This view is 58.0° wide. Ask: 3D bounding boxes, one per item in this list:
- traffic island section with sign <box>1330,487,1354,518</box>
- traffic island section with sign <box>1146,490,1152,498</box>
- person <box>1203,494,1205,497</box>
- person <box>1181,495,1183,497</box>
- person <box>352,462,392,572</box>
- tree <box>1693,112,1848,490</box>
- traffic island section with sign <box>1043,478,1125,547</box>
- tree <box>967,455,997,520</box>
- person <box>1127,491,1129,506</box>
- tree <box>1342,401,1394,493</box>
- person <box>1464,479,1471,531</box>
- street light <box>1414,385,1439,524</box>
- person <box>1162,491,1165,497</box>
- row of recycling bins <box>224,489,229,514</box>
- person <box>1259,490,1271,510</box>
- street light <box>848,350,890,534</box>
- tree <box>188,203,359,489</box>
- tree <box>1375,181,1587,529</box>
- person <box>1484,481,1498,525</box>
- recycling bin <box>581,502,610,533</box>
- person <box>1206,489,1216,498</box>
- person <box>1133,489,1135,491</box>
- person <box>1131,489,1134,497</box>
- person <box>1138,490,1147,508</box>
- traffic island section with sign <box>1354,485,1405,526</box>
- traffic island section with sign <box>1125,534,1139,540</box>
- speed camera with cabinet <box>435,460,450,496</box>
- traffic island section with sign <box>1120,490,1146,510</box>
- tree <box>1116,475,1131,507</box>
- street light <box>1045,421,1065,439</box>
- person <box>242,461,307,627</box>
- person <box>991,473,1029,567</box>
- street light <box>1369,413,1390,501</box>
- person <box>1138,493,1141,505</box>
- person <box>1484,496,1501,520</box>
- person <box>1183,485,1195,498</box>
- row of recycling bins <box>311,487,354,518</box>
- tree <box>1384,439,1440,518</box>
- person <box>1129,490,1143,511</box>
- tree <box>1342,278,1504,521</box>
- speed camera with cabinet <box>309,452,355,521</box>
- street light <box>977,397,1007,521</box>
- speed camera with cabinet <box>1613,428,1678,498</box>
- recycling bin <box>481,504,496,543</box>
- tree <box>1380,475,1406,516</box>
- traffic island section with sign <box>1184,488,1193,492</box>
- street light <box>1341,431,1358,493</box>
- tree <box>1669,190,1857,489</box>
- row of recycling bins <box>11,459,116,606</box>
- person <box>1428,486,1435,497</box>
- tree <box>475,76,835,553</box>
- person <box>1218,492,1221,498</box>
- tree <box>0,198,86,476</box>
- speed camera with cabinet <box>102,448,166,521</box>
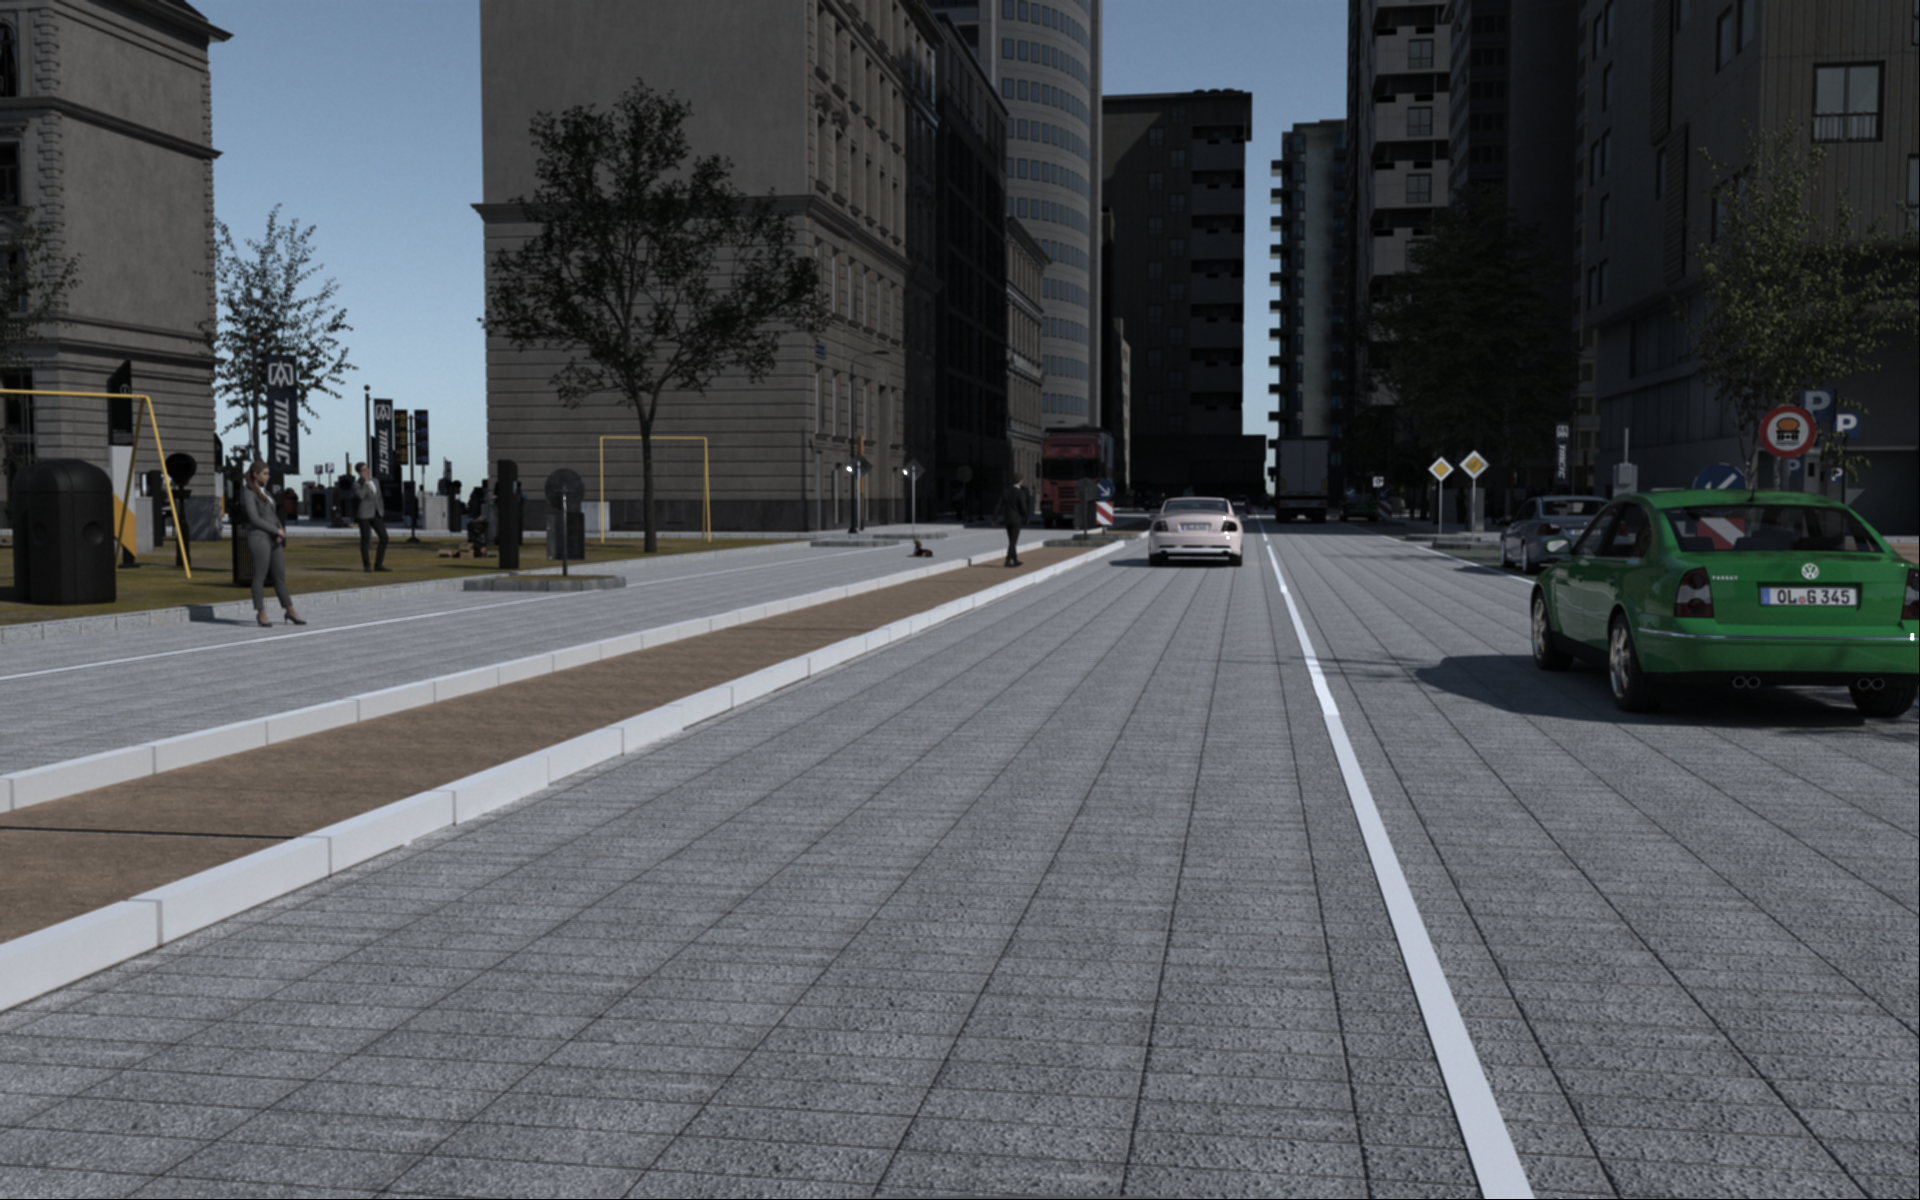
[{"bbox_3d":[23.442,-5.881,104.779,1.989,1.847,2.006,1,4,9],"label":"traffic island section with sign"},{"bbox_3d":[20.035,-10.702,183.609,1.989,1.847,2.006,1,4,9],"label":"traffic island section with sign"},{"bbox_3d":[23.085,-9.303,163.823,0.991,1.433,0.599,0,4,-1],"label":"person"},{"bbox_3d":[22.442,-10.045,173.449,1.217,1.735,0.721,-2,4,-27],"label":"person"},{"bbox_3d":[-9.697,-1.365,28.539,0.592,1.802,0.473,-3,5,-41],"label":"person"},{"bbox_3d":[16.100,-5.093,33.625,4.737,8.622,4.395,0,3,0],"label":"tree"},{"bbox_3d":[3.384,-2.411,47.556,2.006,1.907,1.989,1,4,9],"label":"traffic island section with sign"},{"bbox_3d":[1.040,-5.657,87.101,1.663,3.219,1.824,0,3,0],"label":"tree"},{"bbox_3d":[18.744,-11.442,193.846,0.721,1.735,1.217,1,4,9],"label":"person"},{"bbox_3d":[31.530,-11.266,134.559,4.737,8.622,4.395,0,3,0],"label":"tree"},{"bbox_3d":[17.697,-3.278,59.910,0.573,1.790,0.520,0,3,0],"label":"person"},{"bbox_3d":[19.607,-6.151,73.110,1.470,5.913,1.316,1,4,9],"label":"street light"},{"bbox_3d":[18.146,-8.962,155.732,0.721,1.736,1.217,2,4,24],"label":"person"},{"bbox_3d":[-49.422,-6.467,112.843,1.069,1.692,3.534,3,5,40],"label":"row of recycling bins"},{"bbox_3d":[27.132,-8.880,153.772,0.705,1.814,1.350,-3,5,-40],"label":"person"},{"bbox_3d":[-2.967,-5.118,56.224,1.470,5.913,1.316,1,4,9],"label":"street light"},{"bbox_3d":[-17.880,-5.771,44.723,4.360,8.622,3.978,0,3,0],"label":"tree"},{"bbox_3d":[18.792,-8.907,63.763,7.486,12.596,7.792,0,3,0],"label":"tree"},{"bbox_3d":[22.172,-4.070,72.501,0.836,1.842,0.656,1,4,12],"label":"person"},{"bbox_3d":[-12.147,-2.760,57.676,0.722,1.027,0.722,1,4,15],"label":"recycling bin"},{"bbox_3d":[19.677,-7.786,135.815,1.348,1.821,0.705,-3,4,-37],"label":"person"},{"bbox_3d":[20.215,-11.954,201.432,0.705,1.831,1.348,0,4,6],"label":"person"},{"bbox_3d":[19.477,-11.650,196.148,0.705,1.869,1.348,0,3,0],"label":"person"},{"bbox_3d":[17.939,-9.925,170.780,1.348,1.822,0.705,-3,4,-36],"label":"person"},{"bbox_3d":[18.976,-4.250,78.112,1.989,1.847,2.006,1,4,9],"label":"traffic island section with sign"},{"bbox_3d":[4.612,-2.858,54.861,2.006,1.907,1.989,1,4,9],"label":"traffic island section with sign"},{"bbox_3d":[-30.125,-6.509,100.756,0.660,3.252,2.038,-1,4,-23],"label":"speed camera with cabinet"},{"bbox_3d":[15.593,-9.076,157.021,1.989,1.847,2.006,1,4,9],"label":"traffic island section with sign"},{"bbox_3d":[16.869,-11.277,178.976,1.663,3.219,1.824,0,3,0],"label":"tree"},{"bbox_3d":[5.962,-8.416,110.135,1.470,5.913,1.316,1,4,9],"label":"street light"},{"bbox_3d":[-7.424,-0.610,18.751,0.573,1.790,0.520,-1,4,-11],"label":"person"},{"bbox_3d":[1.075,-1.559,33.761,0.659,1.850,0.755,3,5,39],"label":"person"},{"bbox_3d":[24.113,-7.780,99.743,1.470,5.913,1.316,1,4,9],"label":"street light"},{"bbox_3d":[21.152,-11.837,202.812,0.697,1.427,0.421,3,5,42],"label":"person"},{"bbox_3d":[25.872,-4.830,85.223,1.509,1.804,0.699,0,4,-3],"label":"person"},{"bbox_3d":[10.129,-4.171,76.552,0.638,1.841,0.748,0,4,6],"label":"person"},{"bbox_3d":[-34.127,-5.357,94.691,3.534,1.692,1.069,2,4,28],"label":"row of recycling bins"},{"bbox_3d":[24.804,-6.781,94.581,4.285,4.588,4.351,0,3,0],"label":"tree"},{"bbox_3d":[14.690,-8.267,144.388,1.217,1.735,0.721,2,4,25],"label":"person"},{"bbox_3d":[22.159,-9.602,82.744,9.928,11.665,9.643,0,3,0],"label":"tree"},{"bbox_3d":[-29.796,-5.372,82.176,2.038,3.252,0.660,0,4,-6],"label":"speed camera with cabinet"},{"bbox_3d":[1.546,-6.746,82.843,1.470,5.913,1.316,1,4,9],"label":"street light"},{"bbox_3d":[20.750,-3.534,52.122,2.038,3.252,0.660,1,4,21],"label":"speed camera with cabinet"},{"bbox_3d":[-12.292,-2.059,46.213,0.722,1.027,0.722,-3,5,-43],"label":"recycling bin"},{"bbox_3d":[25.731,-6.566,101.951,1.663,3.219,1.824,0,3,0],"label":"tree"},{"bbox_3d":[16.966,-7.391,128.981,2.006,1.907,1.989,1,4,9],"label":"traffic island section with sign"},{"bbox_3d":[28.657,-9.464,127.277,1.470,5.913,1.316,1,4,9],"label":"street light"},{"bbox_3d":[19.152,-5.591,41.773,4.360,8.622,3.978,0,3,0],"label":"tree"},{"bbox_3d":[-11.153,-0.873,21.388,1.069,1.692,3.534,-2,4,-32],"label":"row of recycling bins"},{"bbox_3d":[26.587,-5.603,97.839,0.537,1.800,0.526,-2,4,-29],"label":"person"},{"bbox_3d":[-6.740,-6.342,38.104,8.767,10.594,7.601,0,4,6],"label":"tree"},{"bbox_3d":[27.303,-10.607,182.734,0.445,1.727,0.742,0,4,8],"label":"person"},{"bbox_3d":[-18.365,-4.950,31.291,4.360,8.622,3.978,0,3,0],"label":"tree"},{"bbox_3d":[-29.104,-4.074,60.946,2.038,3.252,0.660,-1,4,-22],"label":"speed camera with cabinet"}]
